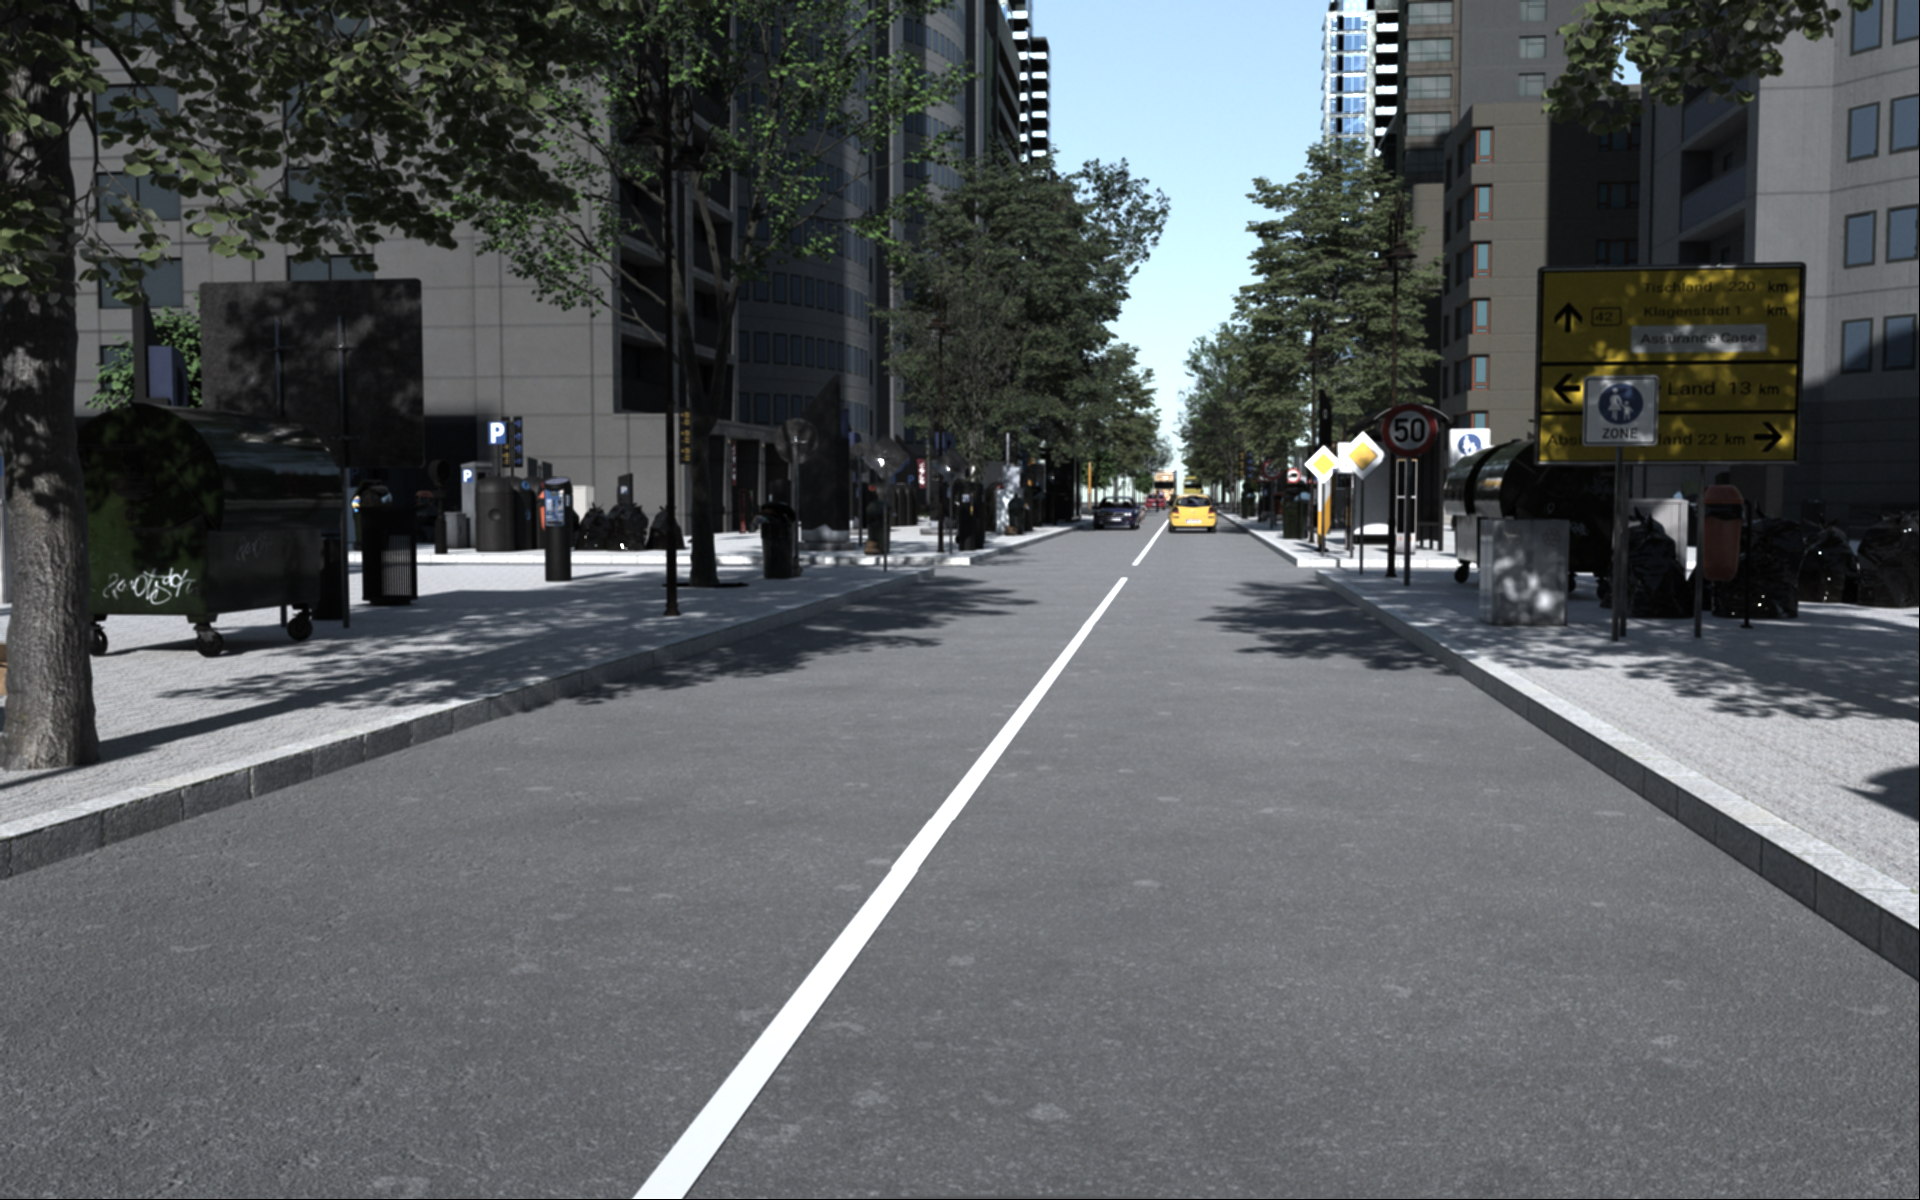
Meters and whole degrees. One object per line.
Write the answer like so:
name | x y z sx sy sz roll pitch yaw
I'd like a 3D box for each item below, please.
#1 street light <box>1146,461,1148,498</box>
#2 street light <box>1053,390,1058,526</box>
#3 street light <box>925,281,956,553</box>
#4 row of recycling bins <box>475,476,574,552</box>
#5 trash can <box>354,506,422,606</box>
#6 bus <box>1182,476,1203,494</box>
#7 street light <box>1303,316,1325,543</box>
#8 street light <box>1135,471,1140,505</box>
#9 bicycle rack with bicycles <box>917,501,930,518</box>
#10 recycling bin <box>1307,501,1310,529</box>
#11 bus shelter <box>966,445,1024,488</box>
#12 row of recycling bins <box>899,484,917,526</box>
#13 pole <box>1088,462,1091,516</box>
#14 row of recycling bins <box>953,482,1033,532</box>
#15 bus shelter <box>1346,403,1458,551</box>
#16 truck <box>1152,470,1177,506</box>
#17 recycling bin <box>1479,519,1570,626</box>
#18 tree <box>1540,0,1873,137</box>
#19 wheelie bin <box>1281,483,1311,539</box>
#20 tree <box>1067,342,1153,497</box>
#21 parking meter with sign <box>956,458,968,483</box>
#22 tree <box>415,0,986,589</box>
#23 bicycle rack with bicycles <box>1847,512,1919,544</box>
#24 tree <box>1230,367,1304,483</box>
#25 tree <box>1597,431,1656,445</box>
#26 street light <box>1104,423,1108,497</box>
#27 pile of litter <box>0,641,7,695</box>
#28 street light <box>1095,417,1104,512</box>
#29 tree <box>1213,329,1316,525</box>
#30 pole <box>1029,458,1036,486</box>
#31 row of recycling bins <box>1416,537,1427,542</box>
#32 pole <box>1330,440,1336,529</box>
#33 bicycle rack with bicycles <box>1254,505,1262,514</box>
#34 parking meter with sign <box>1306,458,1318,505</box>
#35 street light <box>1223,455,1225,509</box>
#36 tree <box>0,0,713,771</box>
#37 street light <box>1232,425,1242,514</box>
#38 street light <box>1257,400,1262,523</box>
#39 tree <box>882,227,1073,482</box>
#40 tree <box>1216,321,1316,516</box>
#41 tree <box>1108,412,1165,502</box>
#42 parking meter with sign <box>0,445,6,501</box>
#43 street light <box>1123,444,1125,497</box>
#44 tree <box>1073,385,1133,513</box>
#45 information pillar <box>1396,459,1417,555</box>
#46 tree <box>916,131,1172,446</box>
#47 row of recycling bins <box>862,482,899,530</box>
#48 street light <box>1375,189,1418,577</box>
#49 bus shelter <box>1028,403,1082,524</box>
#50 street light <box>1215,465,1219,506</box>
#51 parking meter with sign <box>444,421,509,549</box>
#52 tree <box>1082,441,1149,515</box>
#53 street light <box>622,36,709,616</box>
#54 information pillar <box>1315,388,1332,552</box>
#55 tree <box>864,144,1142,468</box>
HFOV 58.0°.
street light | 24.458 -15.568 227.321 0.468 5.910 1.993 0 4 7
street light | 3.887 -5.974 70.455 0.468 5.910 1.993 0 4 7
street light | -0.422 -3.973 37.747 0.468 5.910 1.993 0 4 7
row of recycling bins | -10.038 -2.003 39.858 1.069 1.692 3.534 1 4 16
trash can | -6.596 -0.512 20.018 0.748 1.137 0.748 0 3 0
bus | 32.104 -15.123 238.802 2.896 3.916 12.252 0 4 7
street light | 9.218 -4.431 45.227 0.468 5.910 1.993 0 4 7
street light | 20.297 -13.615 195.394 0.468 5.910 1.993 0 4 7
bicycle rack with bicycles | -1.209 -5.762 107.597 2.925 0.926 2.852 2 4 32
recycling bin | 12.599 -3.154 64.128 0.722 1.027 0.722 2 4 29
bus shelter | 1.415 -4.799 72.385 2.014 3.302 5.546 0 4 7
row of recycling bins | -2.496 -3.816 69.507 1.069 1.692 3.534 1 4 16
pole | 7.604 -6.599 101.732 0.158 3.312 0.155 0 3 0
row of recycling bins | 0.868 -3.158 58.751 3.534 1.692 1.069 -2 4 -32
bus shelter | 10.402 -2.900 41.340 2.014 3.302 5.546 0 4 7
truck | 23.979 -13.065 202.521 2.839 4.237 11.283 1 4 8
recycling bin | 5.580 -0.282 17.158 0.722 1.027 0.722 0 4 6
tree | 5.267 -5.457 7.351 7.486 12.596 7.792 0 3 0
wheelie bin | 9.591 -2.540 49.443 0.980 1.594 0.693 2 4 28
tree | 11.524 -12.922 129.402 7.486 12.596 7.792 0 3 0
parking meter with sign | -0.154 -4.774 74.323 0.543 3.016 1.738 3 5 42
tree | -3.499 -5.995 23.766 9.928 11.665 9.643 0 3 0
bicycle rack with bicycles | 19.472 -1.348 35.428 2.852 0.926 2.925 1 4 14
tree | 16.293 -8.669 92.101 4.737 8.622 4.395 0 3 0
tree | 24.370 -5.183 68.456 4.285 4.588 4.351 0 3 0
street light | 9.417 -8.570 112.909 0.468 5.910 1.993 0 4 7
pile of litter | -6.491 0.163 11.306 1.176 0.858 1.719 1 4 8
street light | 8.075 -7.926 102.378 0.468 5.910 1.993 0 4 7
tree | 13.014 -7.471 72.516 4.360 8.622 3.978 0 3 0
pole | 3.575 -5.523 84.150 0.158 3.312 0.155 0 3 0
row of recycling bins | 12.501 -2.518 48.279 1.069 1.692 3.534 1 4 19
pole | 13.673 -4.263 63.547 0.158 3.312 0.155 0 3 0
bicycle rack with bicycles | 18.840 -5.580 104.619 2.925 0.926 2.852 2 4 23
parking meter with sign | 18.335 -5.669 88.947 1.738 3.016 0.543 1 4 18
street light | 23.400 -11.029 153.111 0.468 5.910 1.993 0 4 7
tree | -4.349 -5.516 8.319 7.486 12.596 7.792 0 3 0
street light | 17.632 -8.364 109.542 0.468 5.910 1.993 0 4 7
street light | 13.449 -6.411 77.609 0.468 5.910 1.993 0 4 7
tree | 0.157 -5.912 47.030 4.360 8.622 3.978 0 3 0
tree | 16.869 -10.744 101.412 9.928 11.665 9.643 0 3 0
tree | 18.540 -15.495 187.758 7.601 10.594 8.767 -1 4 -10
parking meter with sign | -32.107 -3.686 56.533 0.543 3.016 1.738 1 4 13
street light | 13.735 -10.530 144.950 0.468 5.910 1.993 0 4 7
tree | 8.614 -10.198 117.095 4.360 8.622 3.978 0 3 0
information pillar | 9.449 -1.968 36.664 0.304 2.012 0.304 -2 4 -27
tree | 4.236 -14.424 91.727 12.611 20.169 13.585 0 3 0
row of recycling bins | -3.462 -3.122 58.164 1.069 1.692 3.534 2 4 27
street light | 6.669 -3.292 26.612 0.468 5.910 1.993 0 4 7
bus shelter | 4.396 -6.171 78.536 2.179 5.291 8.768 0 4 7
street light | 27.615 -12.981 185.030 0.468 5.910 1.993 0 4 7
parking meter with sign | -11.450 -2.735 40.979 0.543 3.016 1.738 2 4 25
tree | 8.433 -7.528 106.789 4.285 4.588 4.351 0 3 0
street light | -3.046 -2.774 18.139 0.468 5.910 1.993 0 4 7
information pillar | 8.135 -2.893 38.655 0.183 3.616 0.504 3 4 37
tree | 1.736 -9.551 62.814 9.857 13.997 8.962 0 3 0
